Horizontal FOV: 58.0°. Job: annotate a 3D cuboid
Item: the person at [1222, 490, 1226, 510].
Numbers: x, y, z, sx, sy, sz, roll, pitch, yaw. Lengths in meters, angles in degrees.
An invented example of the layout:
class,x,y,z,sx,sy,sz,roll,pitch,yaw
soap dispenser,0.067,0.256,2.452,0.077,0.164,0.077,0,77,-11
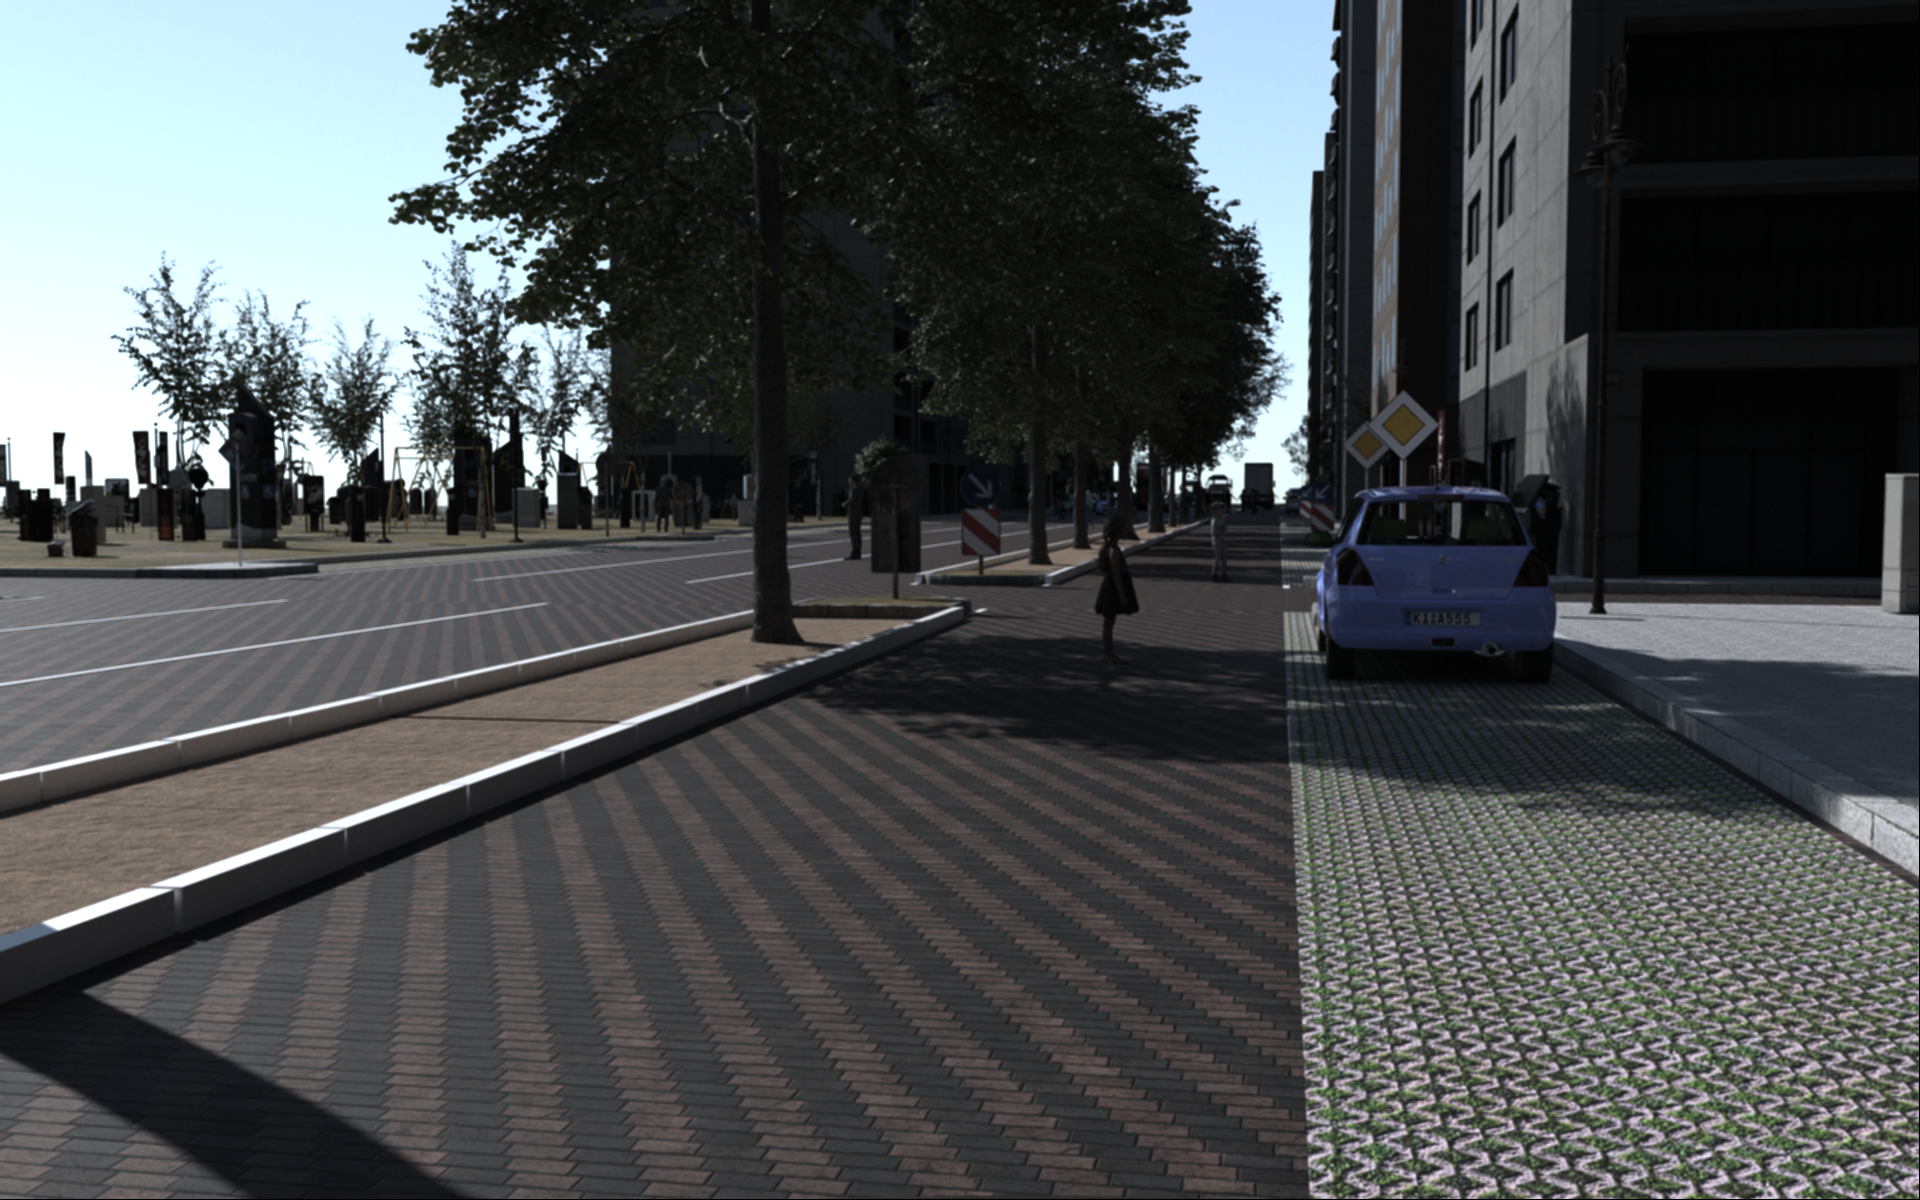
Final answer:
class,x,y,z,sx,sy,sz,roll,pitch,yaw
person,23.750,-9.002,155.771,0.705,1.812,1.348,0,4,7

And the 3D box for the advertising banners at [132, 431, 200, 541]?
class,x,y,z,sx,sy,sz,roll,pitch,yaw
advertising banners,-21.850,-3.148,47.650,2.074,3.025,0.090,1,4,15

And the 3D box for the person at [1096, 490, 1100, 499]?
class,x,y,z,sx,sy,sz,roll,pitch,yaw
person,15.771,-11.711,198.183,0.621,1.740,0.551,-2,4,-32

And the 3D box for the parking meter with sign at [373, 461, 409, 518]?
class,x,y,z,sx,sy,sz,roll,pitch,yaw
parking meter with sign,-30.424,-5.902,92.754,1.738,3.016,0.543,0,4,-1

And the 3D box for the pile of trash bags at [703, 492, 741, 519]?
class,x,y,z,sx,sy,sz,roll,pitch,yaw
pile of trash bags,-12.436,-4.860,89.205,1.912,1.369,3.447,2,4,29

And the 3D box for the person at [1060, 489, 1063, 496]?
class,x,y,z,sx,sy,sz,roll,pitch,yaw
person,11.124,-11.185,188.545,0.705,1.869,1.348,0,4,7

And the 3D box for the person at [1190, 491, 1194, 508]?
class,x,y,z,sx,sy,sz,roll,pitch,yaw
person,22.973,-9.981,172.484,0.742,1.727,0.445,3,4,38

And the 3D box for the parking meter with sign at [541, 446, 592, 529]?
class,x,y,z,sx,sy,sz,roll,pitch,yaw
parking meter with sign,-14.356,-4.102,63.325,1.738,3.016,0.543,0,4,-2

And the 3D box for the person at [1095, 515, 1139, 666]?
class,x,y,z,sx,sy,sz,roll,pitch,yaw
person,1.321,-0.083,14.534,0.373,1.253,0.362,0,4,6

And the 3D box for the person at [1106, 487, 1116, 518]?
class,x,y,z,sx,sy,sz,roll,pitch,yaw
person,7.287,-4.590,83.901,0.721,1.781,0.623,-2,4,-32

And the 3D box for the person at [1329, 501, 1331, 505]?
class,x,y,z,sx,sy,sz,roll,pitch,yaw
person,37.571,-10.420,176.398,1.348,1.826,0.705,1,4,9

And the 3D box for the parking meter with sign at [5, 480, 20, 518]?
class,x,y,z,sx,sy,sz,roll,pitch,yaw
parking meter with sign,-51.442,-5.982,94.062,1.738,3.016,0.543,-3,4,-36

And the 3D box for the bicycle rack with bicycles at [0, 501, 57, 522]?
class,x,y,z,sx,sy,sz,roll,pitch,yaw
bicycle rack with bicycles,-48.351,-4.597,88.541,2.852,0.926,2.925,3,5,45

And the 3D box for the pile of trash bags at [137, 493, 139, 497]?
class,x,y,z,sx,sy,sz,roll,pitch,yaw
pile of trash bags,-43.097,-5.166,94.215,1.912,1.369,3.447,2,4,33

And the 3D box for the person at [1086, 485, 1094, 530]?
class,x,y,z,sx,sy,sz,roll,pitch,yaw
person,5.198,-3.758,70.208,0.793,1.790,0.793,-3,5,-40

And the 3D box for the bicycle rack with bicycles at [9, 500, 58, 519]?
class,x,y,z,sx,sy,sz,roll,pitch,yaw
bicycle rack with bicycles,-43.492,-4.273,83.246,2.925,0.926,2.852,3,5,41

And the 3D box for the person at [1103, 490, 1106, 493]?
class,x,y,z,sx,sy,sz,roll,pitch,yaw
person,17.060,-11.983,202.794,0.721,1.723,1.217,1,4,9

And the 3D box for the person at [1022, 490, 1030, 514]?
class,x,y,z,sx,sy,sz,roll,pitch,yaw
person,4.856,-7.062,124.685,0.721,1.735,1.217,-2,4,-33

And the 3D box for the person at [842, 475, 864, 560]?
class,x,y,z,sx,sy,sz,roll,pitch,yaw
person,-2.376,-1.817,38.021,0.447,1.846,0.655,1,4,16

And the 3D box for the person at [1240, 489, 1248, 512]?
class,x,y,z,sx,sy,sz,roll,pitch,yaw
person,22.954,-8.052,140.129,0.705,1.826,1.348,-1,4,-16

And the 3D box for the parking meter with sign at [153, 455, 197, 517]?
class,x,y,z,sx,sy,sz,roll,pitch,yaw
parking meter with sign,-35.483,-5.024,78.405,0.543,3.016,1.738,3,4,39

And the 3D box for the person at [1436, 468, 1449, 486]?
class,x,y,z,sx,sy,sz,roll,pitch,yaw
person,10.722,-1.968,38.069,0.661,1.843,0.795,1,4,15

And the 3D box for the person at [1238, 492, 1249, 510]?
class,x,y,z,sx,sy,sz,roll,pitch,yaw
person,23.246,-8.100,141.726,1.217,1.735,0.721,3,5,43

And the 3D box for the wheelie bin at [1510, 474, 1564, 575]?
class,x,y,z,sx,sy,sz,roll,pitch,yaw
wheelie bin,9.214,-1.212,27.725,0.693,1.594,0.980,-1,4,-13

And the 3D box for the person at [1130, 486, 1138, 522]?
class,x,y,z,sx,sy,sz,roll,pitch,yaw
person,8.669,-4.828,87.424,0.713,1.824,0.794,-1,4,-17

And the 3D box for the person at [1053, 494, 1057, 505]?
class,x,y,z,sx,sy,sz,roll,pitch,yaw
person,7.316,-7.359,132.049,0.599,1.433,0.991,2,4,23

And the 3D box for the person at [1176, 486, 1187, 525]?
class,x,y,z,sx,sy,sz,roll,pitch,yaw
person,10.136,-4.338,79.601,0.590,1.801,0.661,2,4,27

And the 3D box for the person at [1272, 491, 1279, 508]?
class,x,y,z,sx,sy,sz,roll,pitch,yaw
person,31.806,-10.198,175.949,1.217,1.736,0.721,2,4,32

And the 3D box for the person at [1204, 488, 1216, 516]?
class,x,y,z,sx,sy,sz,roll,pitch,yaw
person,15.201,-6.038,107.238,1.348,1.822,0.705,1,4,23

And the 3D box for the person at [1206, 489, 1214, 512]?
class,x,y,z,sx,sy,sz,roll,pitch,yaw
person,19.664,-7.858,136.995,1.348,1.823,0.705,-2,4,-35

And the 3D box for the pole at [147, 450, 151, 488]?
class,x,y,z,sx,sy,sz,roll,pitch,yaw
pole,-37.909,-5.328,80.954,0.158,3.312,0.155,0,3,0

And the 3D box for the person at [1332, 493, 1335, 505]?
class,x,y,z,sx,sy,sz,roll,pitch,yaw
person,39.451,-10.788,183.360,0.756,1.711,0.436,-1,4,-17

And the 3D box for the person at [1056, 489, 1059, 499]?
class,x,y,z,sx,sy,sz,roll,pitch,yaw
person,9.203,-9.756,166.363,0.742,1.727,0.445,1,4,17

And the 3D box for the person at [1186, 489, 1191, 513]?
class,x,y,z,sx,sy,sz,roll,pitch,yaw
person,17.178,-7.550,131.807,0.709,1.838,0.599,3,5,42

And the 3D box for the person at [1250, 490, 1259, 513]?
class,x,y,z,sx,sy,sz,roll,pitch,yaw
person,21.978,-7.339,129.206,0.721,1.743,1.217,3,5,40

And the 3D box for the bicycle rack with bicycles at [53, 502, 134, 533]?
class,x,y,z,sx,sy,sz,roll,pitch,yaw
bicycle rack with bicycles,-28.278,-2.644,56.608,2.852,0.926,2.925,-2,4,-34

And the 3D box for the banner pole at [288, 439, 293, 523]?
class,x,y,z,sx,sy,sz,roll,pitch,yaw
banner pole,-30.269,-5.404,78.376,0.401,3.779,0.863,-1,4,-11

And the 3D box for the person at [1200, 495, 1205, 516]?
class,x,y,z,sx,sy,sz,roll,pitch,yaw
person,14.581,-5.867,104.524,0.705,1.812,1.348,1,4,18

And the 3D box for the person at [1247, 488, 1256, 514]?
class,x,y,z,sx,sy,sz,roll,pitch,yaw
person,20.598,-6.944,122.033,0.705,1.824,1.348,-1,4,-12

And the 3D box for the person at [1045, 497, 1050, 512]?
class,x,y,z,sx,sy,sz,roll,pitch,yaw
person,6.782,-7.792,139.119,0.991,1.433,0.599,0,4,-1

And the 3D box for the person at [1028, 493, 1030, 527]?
class,x,y,z,sx,sy,sz,roll,pitch,yaw
person,3.181,-4.034,74.651,0.606,1.804,0.583,-1,4,-14

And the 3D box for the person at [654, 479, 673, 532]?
class,x,y,z,sx,sy,sz,roll,pitch,yaw
person,-10.073,-3.218,58.833,0.661,1.801,0.590,-1,4,-17

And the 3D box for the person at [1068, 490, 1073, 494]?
class,x,y,z,sx,sy,sz,roll,pitch,yaw
person,8.456,-7.437,130.541,0.683,1.767,0.568,-1,4,-17

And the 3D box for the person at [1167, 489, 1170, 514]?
class,x,y,z,sx,sy,sz,roll,pitch,yaw
person,15.011,-7.025,123.377,0.705,1.822,1.348,2,4,26

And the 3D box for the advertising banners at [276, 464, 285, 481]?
class,x,y,z,sx,sy,sz,roll,pitch,yaw
advertising banners,-40.114,-6.365,100.251,2.074,3.025,0.090,-1,4,-15

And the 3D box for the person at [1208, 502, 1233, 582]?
class,x,y,z,sx,sy,sz,roll,pitch,yaw
person,4.237,-0.938,28.114,0.394,1.301,0.425,1,4,19

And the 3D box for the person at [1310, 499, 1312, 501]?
class,x,y,z,sx,sy,sz,roll,pitch,yaw
person,40.840,-11.927,201.569,0.721,1.766,1.217,-2,4,-24

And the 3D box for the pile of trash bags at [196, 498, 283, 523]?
class,x,y,z,sx,sy,sz,roll,pitch,yaw
pile of trash bags,-31.319,-4.026,75.581,3.447,1.369,1.912,-3,4,-36

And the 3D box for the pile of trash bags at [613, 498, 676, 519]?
class,x,y,z,sx,sy,sz,roll,pitch,yaw
pile of trash bags,-16.181,-4.859,89.198,3.447,1.369,1.912,1,4,13

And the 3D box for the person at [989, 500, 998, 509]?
class,x,y,z,sx,sy,sz,roll,pitch,yaw
person,1.385,-3.777,70.808,0.362,1.759,0.519,1,4,19

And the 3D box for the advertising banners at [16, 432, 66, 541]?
class,x,y,z,sx,sy,sz,roll,pitch,yaw
advertising banners,-25.517,-3.180,48.174,0.090,3.025,2.074,1,4,9

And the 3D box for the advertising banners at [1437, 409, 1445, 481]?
class,x,y,z,sx,sy,sz,roll,pitch,yaw
advertising banners,9.931,-2.468,36.540,0.090,3.025,2.074,0,4,2

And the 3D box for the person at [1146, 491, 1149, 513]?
class,x,y,z,sx,sy,sz,roll,pitch,yaw
person,14.286,-7.394,130.854,0.415,1.643,0.593,0,4,4

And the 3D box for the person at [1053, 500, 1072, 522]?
class,x,y,z,sx,sy,sz,roll,pitch,yaw
person,5.236,-4.554,88.463,1.012,1.151,0.738,0,4,5

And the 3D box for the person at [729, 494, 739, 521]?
class,x,y,z,sx,sy,sz,roll,pitch,yaw
person,-10.720,-4.407,82.367,0.475,1.303,0.640,-1,4,-21

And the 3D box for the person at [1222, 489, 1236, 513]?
class,x,y,z,sx,sy,sz,roll,pitch,yaw
person,19.986,-7.355,128.773,1.348,1.822,0.705,3,5,41

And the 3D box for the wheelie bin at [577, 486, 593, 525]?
class,x,y,z,sx,sy,sz,roll,pitch,yaw
wheelie bin,-15.556,-3.888,71.478,0.693,1.594,0.980,2,4,34
